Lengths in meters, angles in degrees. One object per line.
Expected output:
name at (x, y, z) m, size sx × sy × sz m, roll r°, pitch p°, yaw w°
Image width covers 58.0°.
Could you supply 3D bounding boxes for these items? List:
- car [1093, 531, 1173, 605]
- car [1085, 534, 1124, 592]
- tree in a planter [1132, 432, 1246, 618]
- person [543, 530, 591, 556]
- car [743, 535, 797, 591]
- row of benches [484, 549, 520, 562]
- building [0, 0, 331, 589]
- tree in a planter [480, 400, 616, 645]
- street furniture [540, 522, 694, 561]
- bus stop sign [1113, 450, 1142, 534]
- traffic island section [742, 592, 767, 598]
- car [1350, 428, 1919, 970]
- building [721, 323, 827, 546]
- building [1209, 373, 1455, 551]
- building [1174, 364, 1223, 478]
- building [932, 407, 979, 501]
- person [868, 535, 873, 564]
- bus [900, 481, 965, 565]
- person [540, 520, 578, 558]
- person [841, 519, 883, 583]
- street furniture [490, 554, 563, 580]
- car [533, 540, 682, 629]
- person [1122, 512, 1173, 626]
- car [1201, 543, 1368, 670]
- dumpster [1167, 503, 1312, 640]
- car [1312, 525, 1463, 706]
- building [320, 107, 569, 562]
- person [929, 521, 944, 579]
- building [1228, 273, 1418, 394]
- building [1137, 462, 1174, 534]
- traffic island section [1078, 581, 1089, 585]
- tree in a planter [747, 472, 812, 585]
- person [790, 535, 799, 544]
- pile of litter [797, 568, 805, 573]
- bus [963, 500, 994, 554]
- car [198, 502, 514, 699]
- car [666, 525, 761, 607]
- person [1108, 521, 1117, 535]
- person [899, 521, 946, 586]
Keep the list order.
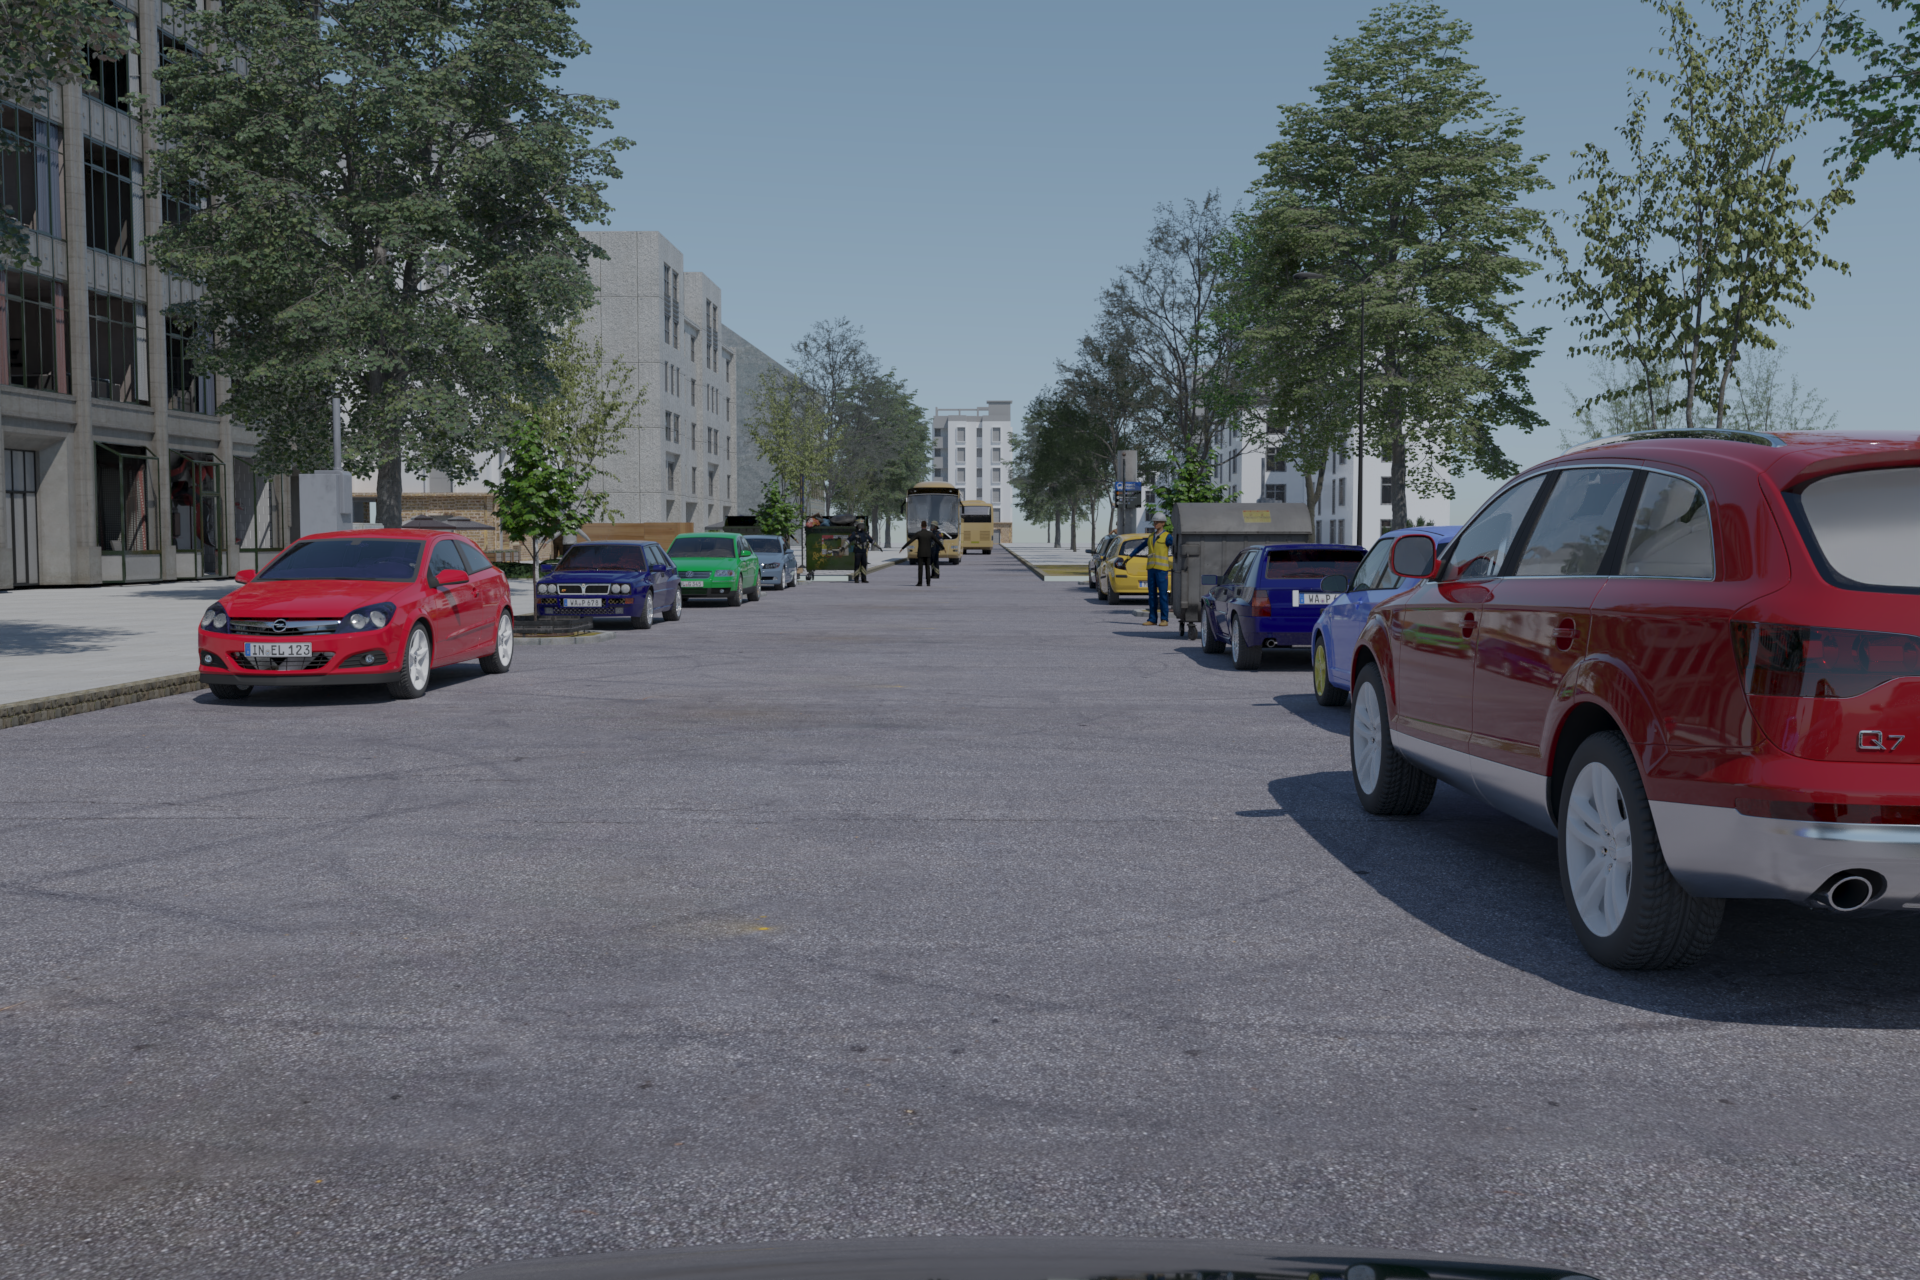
car at (3.839, -1.602, 36.411) m, size 2.015 × 1.641 × 3.980 m, roll 0°, pitch 3°, yaw 0°
car at (4.247, -2.118, 44.418) m, size 2.009 × 1.686 × 4.222 m, roll 0°, pitch 4°, yaw 1°
tree in a planter at (4.061, -2.030, 30.408) m, size 1.991 × 3.239 × 1.994 m, roll 0°, pitch 4°, yaw 1°
person at (-10.126, -2.370, 44.901) m, size 1.344 × 1.810 × 0.704 m, roll -2°, pitch 4°, yaw -30°
car at (-5.311, -2.048, 45.489) m, size 2.014 × 1.417 × 4.499 m, roll 0°, pitch 4°, yaw 1°
row of benches at (-18.695, -3.372, 70.598) m, size 1.422 × 0.672 × 4.104 m, roll 0°, pitch 4°, yaw -1°
building at (-27.057, -13.574, 38.587) m, size 14.369 × 24.946 × 33.146 m, roll 0°, pitch 4°, yaw 2°
tree in a planter at (-5.732, -1.592, 23.258) m, size 1.991 × 3.239 × 1.994 m, roll 0°, pitch 4°, yaw 1°
street furniture at (-12.145, -3.811, 69.165) m, size 9.812 × 1.723 × 11.010 m, roll -1°, pitch 4°, yaw -17°
bus stop sign at (5.273, -4.018, 54.706) m, size 0.837 × 3.901 × 0.837 m, roll 0°, pitch 4°, yaw 0°
traffic island section at (-5.486, -1.031, 39.724) m, size 1.991 × 0.108 × 1.994 m, roll 0°, pitch 4°, yaw 1°
car at (3.097, 0.088, 7.237) m, size 2.281 × 1.827 × 5.304 m, roll 0°, pitch 4°, yaw -1°
building at (-24.785, -21.883, 188.717) m, size 19.493 × 23.208 × 18.063 m, roll 0°, pitch 4°, yaw 0°
building at (21.374, -9.913, 104.233) m, size 9.099 × 9.664 × 28.070 m, roll 0°, pitch 4°, yaw 1°
building at (28.792, -20.415, 190.204) m, size 16.016 × 20.090 × 11.380 m, roll 0°, pitch 4°, yaw 1°
building at (-3.691, -23.876, 249.247) m, size 11.380 × 20.090 × 16.016 m, roll 0°, pitch 4°, yaw 3°
person at (-3.974, -4.105, 73.256) m, size 0.704 × 1.843 × 1.345 m, roll 1°, pitch 4°, yaw 22°
bus at (-1.155, -5.674, 84.313) m, size 2.896 × 3.916 × 12.252 m, roll 0°, pitch 4°, yaw 1°
person at (-13.891, -3.292, 59.961) m, size 1.346 × 1.812 × 0.704 m, roll 0°, pitch 4°, yaw 3°
person at (-2.899, -2.592, 50.609) m, size 1.354 × 1.856 × 0.705 m, roll -2°, pitch 4°, yaw -30°
street furniture at (-11.847, -2.314, 53.463) m, size 5.734 × 0.657 × 10.072 m, roll 1°, pitch 4°, yaw 17°
car at (-5.505, -0.900, 27.296) m, size 1.945 × 1.354 × 3.894 m, roll 0°, pitch 4°, yaw 1°
person at (3.045, -1.105, 26.987) m, size 1.216 × 1.772 × 0.721 m, roll 3°, pitch 5°, yaw 42°
car at (3.769, -0.430, 19.610) m, size 1.945 × 1.354 × 3.894 m, roll 0°, pitch 4°, yaw 0°
dumpster at (3.826, -0.951, 23.772) m, size 1.865 × 1.857 × 1.264 m, roll 0°, pitch 3°, yaw 0°
car at (3.825, -0.229, 13.338) m, size 1.945 × 1.707 × 3.694 m, roll 0°, pitch 3°, yaw 0°
building at (-25.480, -13.530, 77.632) m, size 16.016 × 20.090 × 11.380 m, roll 0°, pitch 3°, yaw 0°
person at (-0.839, -2.902, 55.677) m, size 0.705 × 1.856 × 1.354 m, roll -2°, pitch 4°, yaw -29°
building at (25.459, -16.821, 131.443) m, size 16.016 × 20.090 × 11.380 m, roll 0°, pitch 4°, yaw 1°
building at (25.276, -16.300, 208.652) m, size 9.099 × 9.664 × 28.070 m, roll 0°, pitch 4°, yaw 1°
traffic island section at (4.366, -1.614, 49.260) m, size 1.991 × 0.108 × 1.994 m, roll 0°, pitch 4°, yaw 0°
tree in a planter at (-5.281, -3.197, 49.496) m, size 1.991 × 3.239 × 1.994 m, roll 0°, pitch 4°, yaw 0°
person at (-6.832, -3.781, 67.759) m, size 0.705 × 1.837 × 1.347 m, roll 3°, pitch 4°, yaw 36°
pile of litter at (-5.698, -2.632, 56.998) m, size 1.176 × 0.858 × 1.719 m, roll 0°, pitch 4°, yaw 2°
bus at (1.003, -8.136, 124.571) m, size 2.896 × 3.916 × 12.252 m, roll 0°, pitch 4°, yaw 0°
car at (-5.576, -0.450, 16.391) m, size 2.155 × 1.783 × 4.494 m, roll 0°, pitch 4°, yaw 1°
car at (-5.181, -1.638, 35.576) m, size 1.959 × 1.807 × 4.718 m, roll 0°, pitch 4°, yaw 1°
person at (5.322, -3.143, 58.191) m, size 1.217 × 1.733 × 0.721 m, roll 1°, pitch 4°, yaw 10°
person at (-0.998, -2.374, 47.490) m, size 1.346 × 1.802 × 0.704 m, roll -1°, pitch 4°, yaw -18°
